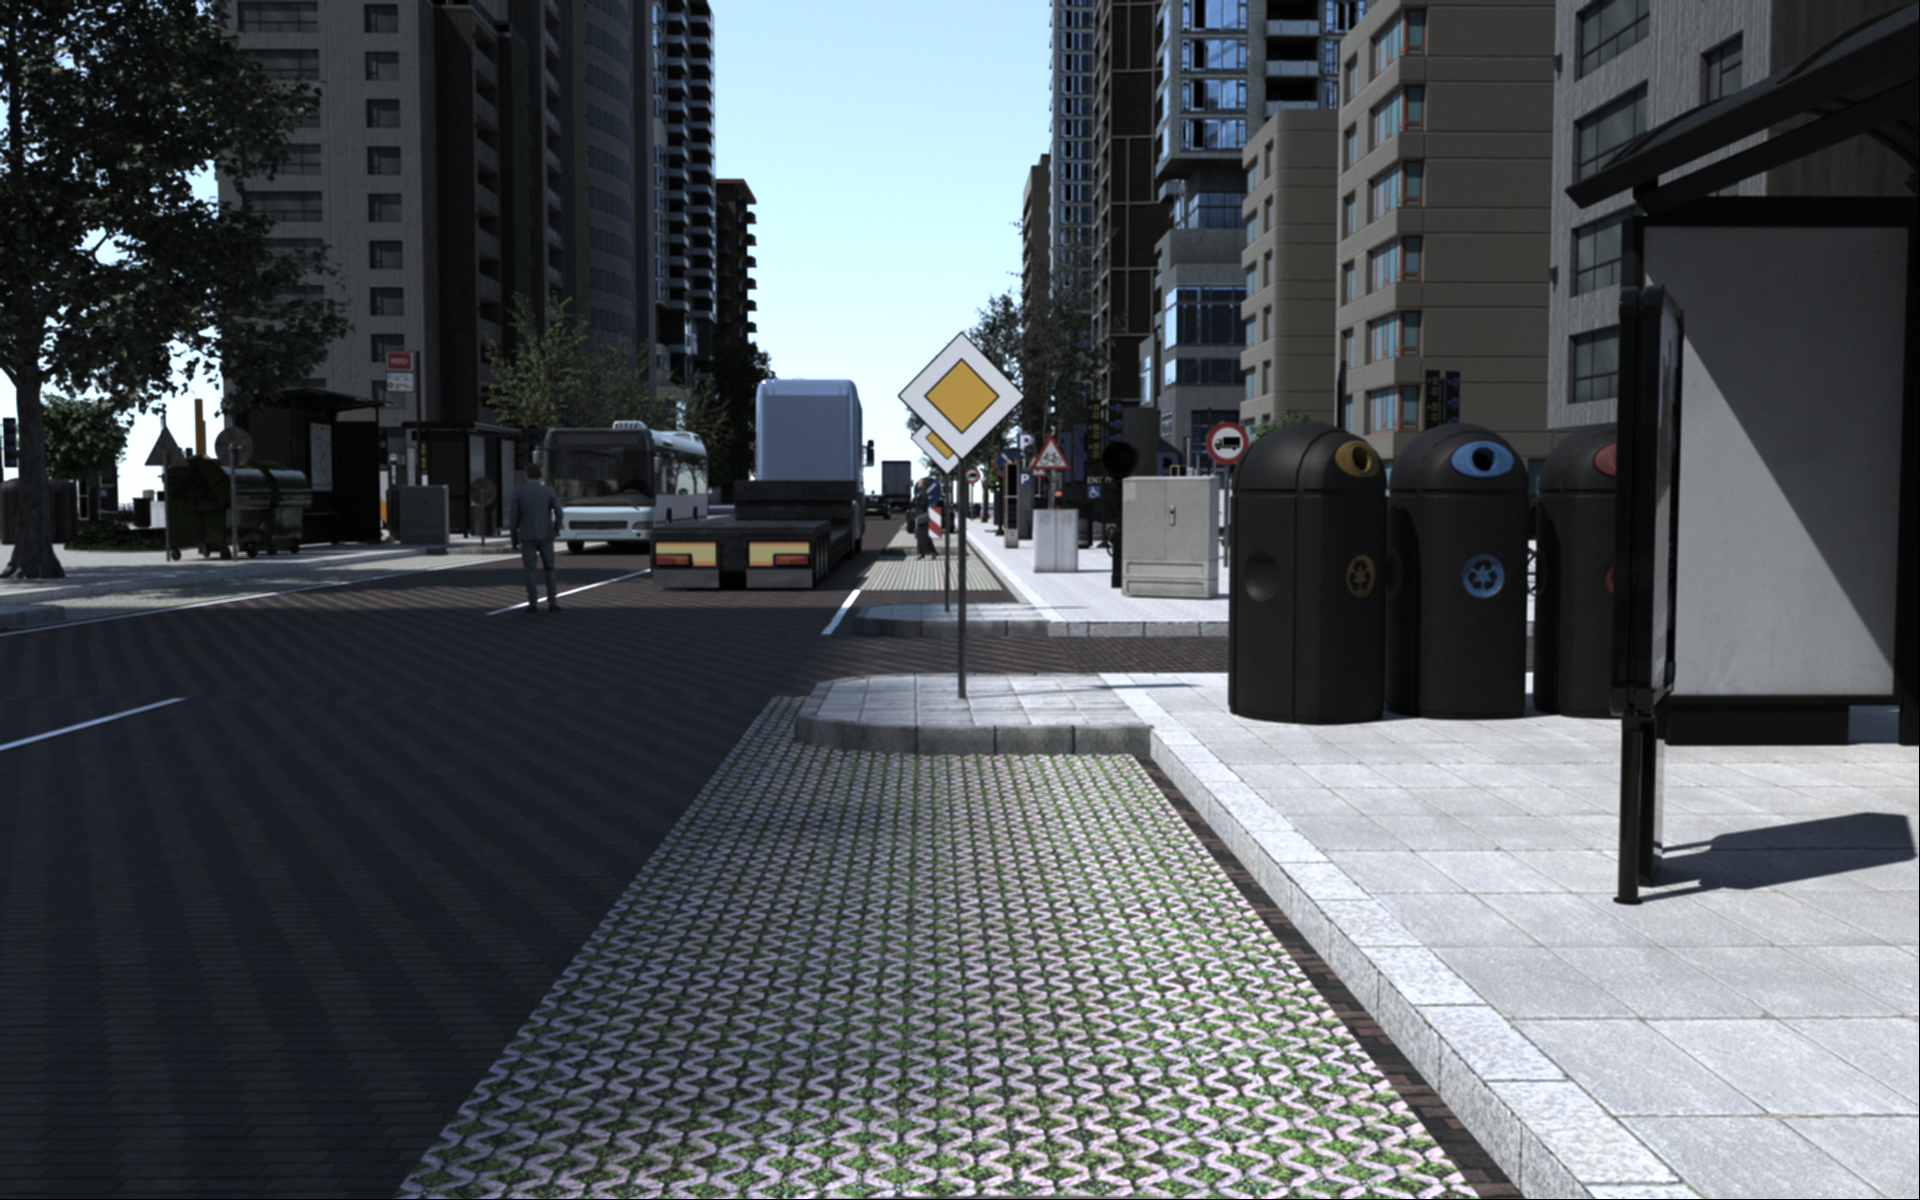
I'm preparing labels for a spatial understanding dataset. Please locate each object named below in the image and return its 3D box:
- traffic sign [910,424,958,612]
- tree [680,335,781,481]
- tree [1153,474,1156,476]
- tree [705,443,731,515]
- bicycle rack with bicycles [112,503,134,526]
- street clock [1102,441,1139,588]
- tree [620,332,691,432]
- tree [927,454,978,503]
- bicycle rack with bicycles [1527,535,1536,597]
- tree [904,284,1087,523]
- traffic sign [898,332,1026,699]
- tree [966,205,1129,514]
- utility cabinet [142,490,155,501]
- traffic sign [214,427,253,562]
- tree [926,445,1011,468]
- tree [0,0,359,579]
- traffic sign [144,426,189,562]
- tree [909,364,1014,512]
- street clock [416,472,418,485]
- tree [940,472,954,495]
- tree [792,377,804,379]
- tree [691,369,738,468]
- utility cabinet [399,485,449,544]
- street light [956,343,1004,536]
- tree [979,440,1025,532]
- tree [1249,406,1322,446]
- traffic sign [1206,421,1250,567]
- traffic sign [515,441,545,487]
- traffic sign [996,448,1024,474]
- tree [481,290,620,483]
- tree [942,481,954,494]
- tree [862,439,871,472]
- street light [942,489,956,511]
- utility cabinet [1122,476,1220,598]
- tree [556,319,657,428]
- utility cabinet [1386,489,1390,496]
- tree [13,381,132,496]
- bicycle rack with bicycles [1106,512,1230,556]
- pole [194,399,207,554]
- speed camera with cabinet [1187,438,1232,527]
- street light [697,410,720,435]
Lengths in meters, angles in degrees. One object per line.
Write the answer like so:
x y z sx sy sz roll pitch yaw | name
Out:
-0.139 -0.927 18.796 0.795 2.450 0.064 0 4 -1 | traffic sign
-15.802 -12.738 125.267 9.611 12.733 9.660 0 3 0 | tree
10.883 -5.903 91.118 1.663 3.219 1.824 0 3 0 | tree
-15.898 -7.680 109.289 4.285 4.588 4.351 0 3 0 | tree
-33.064 -3.458 69.926 2.852 0.926 2.925 0 4 8 | bicycle rack with bicycles
2.187 -1.169 23.679 0.471 2.002 0.358 1 4 17 | street clock
-15.130 -7.914 79.753 4.737 8.622 4.395 0 3 0 | tree
-0.705 -19.518 237.239 7.486 12.596 7.792 0 3 0 | tree
7.736 -0.459 20.893 2.852 0.926 2.925 -3 5 -43 | bicycle rack with bicycles
1.355 -8.740 77.318 7.601 10.594 8.767 3 4 38 | tree
0.010 -0.438 10.812 0.795 2.450 0.064 0 4 -1 | traffic sign
2.373 -5.780 44.873 4.360 8.622 3.978 0 3 0 | tree
-39.605 -4.639 84.524 0.318 1.500 1.173 -1 4 -13 | utility cabinet
-13.797 -2.005 32.894 0.768 2.556 0.104 0 4 7 | traffic sign
0.185 -16.649 182.573 12.009 13.543 11.850 0 3 0 | tree
-14.275 -6.689 26.368 9.611 12.733 9.660 0 3 0 | tree
-15.062 -2.011 32.882 0.884 2.594 0.081 0 4 5 | traffic sign
0.227 -12.134 124.146 9.928 11.665 9.643 0 3 0 | tree
-17.579 -3.138 55.880 0.358 2.002 0.471 -1 4 -23 | street clock
0.950 -8.368 87.185 4.360 8.622 3.978 0 3 0 | tree
-16.406 -17.123 186.609 9.857 13.997 8.962 0 3 0 | tree
-15.519 -9.292 102.287 4.737 8.622 4.395 0 3 0 | tree
-13.611 -2.160 43.991 1.173 1.500 0.318 0 4 1 | utility cabinet
0.699 -4.928 53.107 1.470 5.913 1.316 0 4 -1 | street light
1.342 -3.918 58.667 1.663 3.219 1.824 0 3 0 | tree
12.286 -4.954 64.715 4.285 4.588 4.351 0 3 0 | tree
4.661 -1.845 30.264 0.768 2.556 0.104 0 4 -1 | traffic sign
-16.010 -4.435 66.384 2.265 3.308 0.079 0 4 3 | traffic sign
1.365 -2.902 47.561 0.768 2.556 0.104 0 4 7 | traffic sign
-14.852 -6.813 61.752 4.737 8.622 4.395 0 3 0 | tree
-1.885 -14.127 225.574 1.663 3.219 1.824 0 3 0 | tree
-17.717 -20.911 252.257 12.009 13.543 11.850 0 3 0 | tree
-0.092 -7.372 93.076 1.470 5.913 1.316 0 4 -1 | street light
2.586 -0.775 21.353 1.173 1.500 0.318 2 4 32 | utility cabinet
-15.134 -7.498 72.951 4.360 8.622 3.978 0 3 0 | tree
12.706 -2.617 51.473 0.318 1.500 1.173 0 4 -3 | utility cabinet
-25.393 -4.027 49.549 4.285 4.588 4.351 0 3 0 | tree
4.351 -1.298 34.602 2.852 0.926 2.925 -1 4 -9 | bicycle rack with bicycles
-16.261 -2.645 37.086 0.158 3.312 0.155 0 3 0 | pole
8.731 -4.063 60.768 2.038 3.252 0.660 1 4 18 | speed camera with cabinet
-13.953 -7.529 95.633 1.470 5.913 1.316 0 4 -1 | street light
